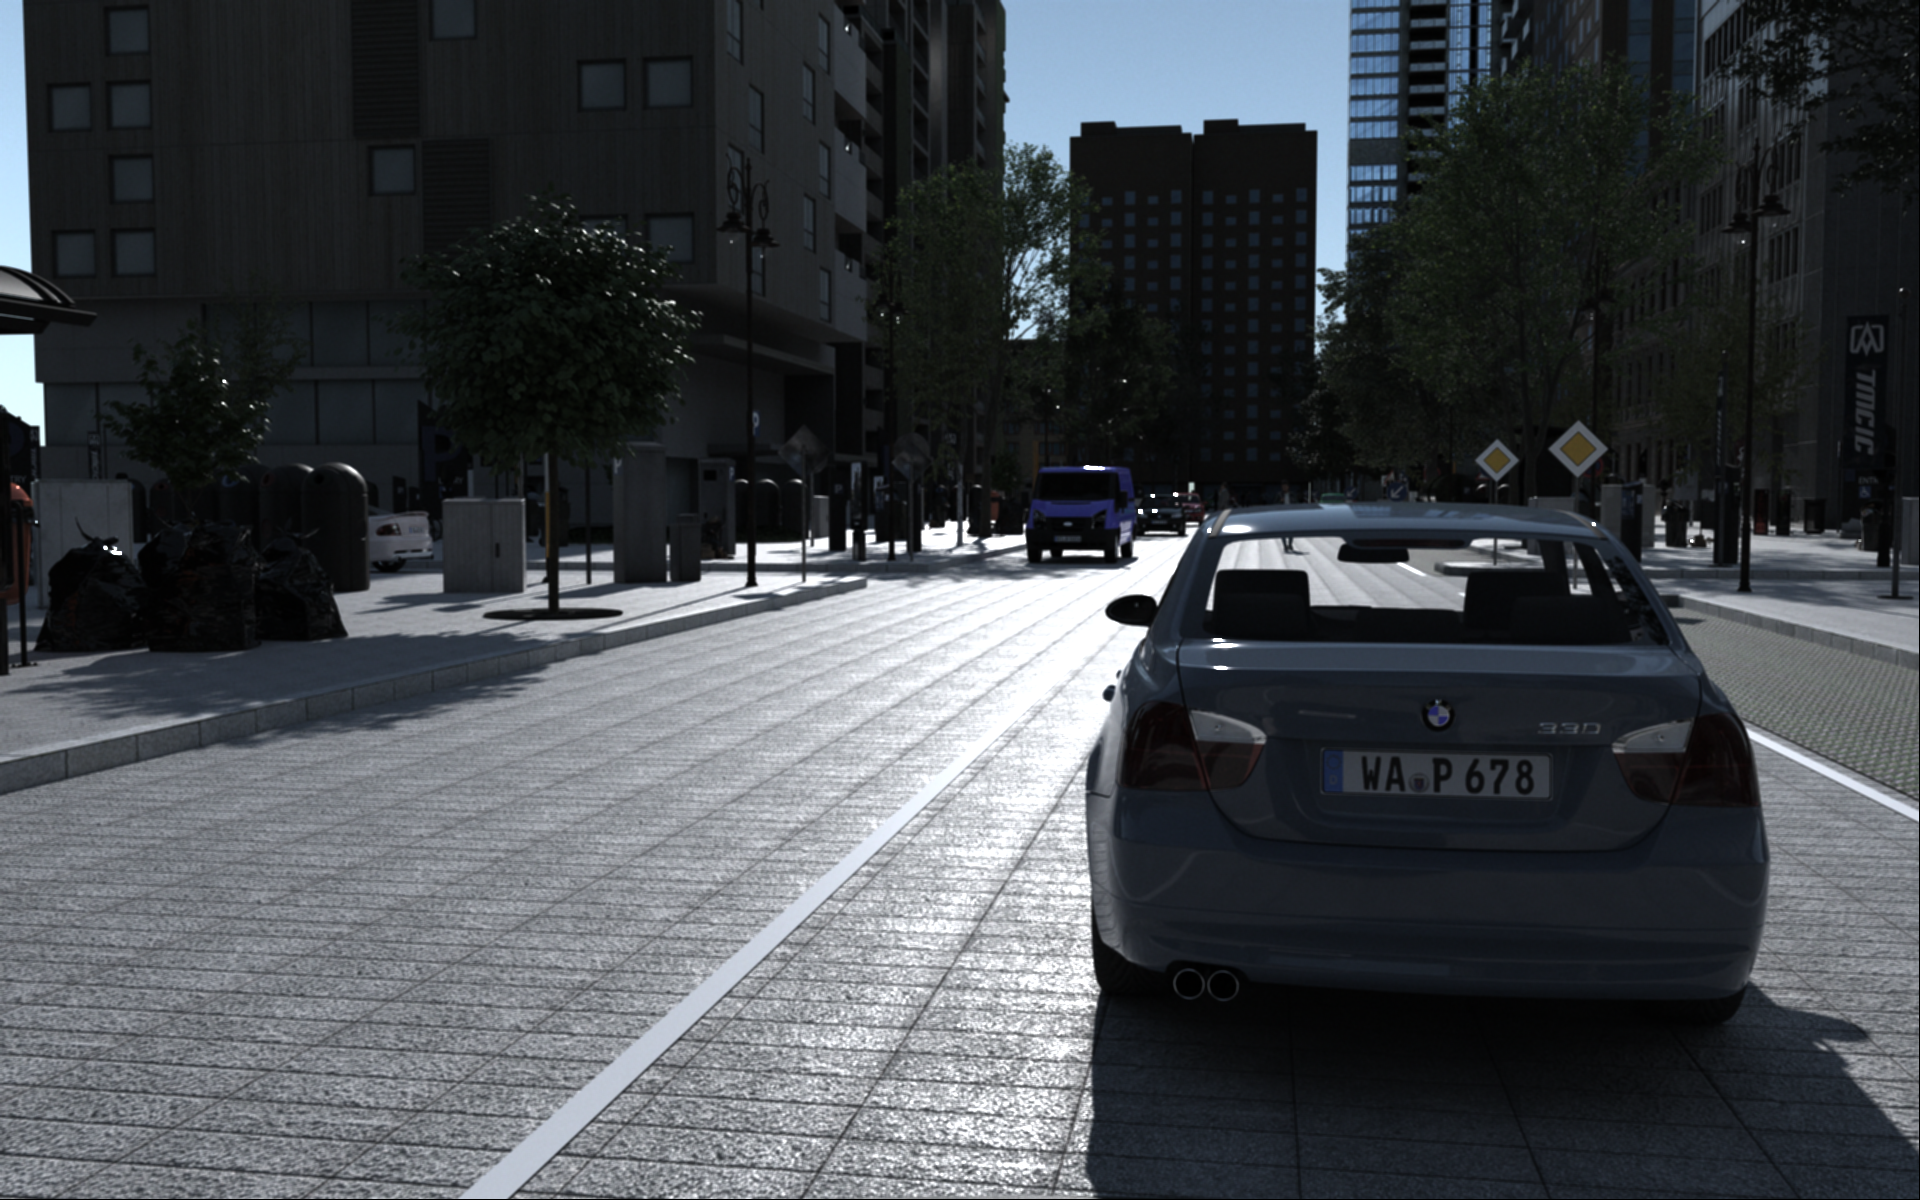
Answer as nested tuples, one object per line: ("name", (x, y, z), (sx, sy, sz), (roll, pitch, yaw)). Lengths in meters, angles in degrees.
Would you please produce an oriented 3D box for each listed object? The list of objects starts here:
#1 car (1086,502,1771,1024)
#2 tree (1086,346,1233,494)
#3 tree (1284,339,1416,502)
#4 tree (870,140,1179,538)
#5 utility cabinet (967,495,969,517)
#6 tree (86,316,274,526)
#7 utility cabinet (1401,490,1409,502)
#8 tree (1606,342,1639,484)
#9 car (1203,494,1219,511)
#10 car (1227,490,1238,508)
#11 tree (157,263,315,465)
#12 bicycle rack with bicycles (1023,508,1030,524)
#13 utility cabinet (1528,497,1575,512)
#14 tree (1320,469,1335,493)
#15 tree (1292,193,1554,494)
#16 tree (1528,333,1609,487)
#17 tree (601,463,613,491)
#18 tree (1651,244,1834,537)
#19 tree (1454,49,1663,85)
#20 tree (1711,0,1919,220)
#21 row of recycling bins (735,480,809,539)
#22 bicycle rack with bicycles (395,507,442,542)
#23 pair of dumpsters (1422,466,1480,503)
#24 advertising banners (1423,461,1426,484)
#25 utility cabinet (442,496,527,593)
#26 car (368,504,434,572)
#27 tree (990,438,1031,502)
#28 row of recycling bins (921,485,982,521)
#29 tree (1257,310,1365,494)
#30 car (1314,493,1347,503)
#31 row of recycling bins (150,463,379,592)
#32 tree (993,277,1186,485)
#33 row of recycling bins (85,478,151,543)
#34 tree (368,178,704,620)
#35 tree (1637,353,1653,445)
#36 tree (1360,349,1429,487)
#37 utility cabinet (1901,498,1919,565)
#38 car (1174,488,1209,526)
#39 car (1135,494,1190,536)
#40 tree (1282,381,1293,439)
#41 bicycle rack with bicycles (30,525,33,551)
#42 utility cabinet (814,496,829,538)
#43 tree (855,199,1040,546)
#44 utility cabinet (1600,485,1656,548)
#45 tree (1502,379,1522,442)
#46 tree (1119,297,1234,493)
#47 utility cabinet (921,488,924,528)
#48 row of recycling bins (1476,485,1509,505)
("car", (1.469, 0.362, 6.092), (2.014, 1.417, 4.499), (1, 4, 10))
("tree", (15.449, -13.912, 137.823), (12.009, 13.543, 11.850), (0, 3, 0))
("tree", (28.576, -12.718, 124.945), (9.611, 12.733, 9.660), (0, 3, 0))
("tree", (0.917, -7.661, 51.009), (9.928, 11.665, 9.643), (0, 3, 0))
("utility cabinet", (0.042, -5.125, 94.955), (0.306, 1.237, 1.020), (3, 4, 39))
("tree", (-8.306, -1.488, 18.936), (1.663, 3.219, 1.824), (0, 3, 0))
("utility cabinet", (22.951, -4.950, 89.618), (0.318, 1.500, 1.173), (2, 4, 30))
("tree", (28.881, -7.239, 68.724), (4.737, 8.622, 4.395), (0, 3, 0))
("car", (21.649, -8.440, 146.795), (1.959, 1.807, 4.718), (1, 4, 11))
("car", (27.689, -10.448, 179.498), (2.281, 1.827, 5.304), (1, 4, 12))
("tree", (-22.571, -6.372, 54.537), (4.737, 8.622, 4.395), (0, 3, 0))
("bicycle rack with bicycles", (3.151, -3.673, 73.434), (2.852, 0.926, 2.925), (-2, 4, -28))
("utility cabinet", (12.519, -1.563, 36.715), (1.020, 1.237, 0.306), (-1, 4, -23))
("tree", (35.608, -13.229, 166.659), (4.360, 8.622, 3.978), (0, 3, 0))
("tree", (19.383, -10.067, 71.258), (9.857, 13.997, 8.962), (0, 3, 0))
("tree", (28.326, -7.842, 78.582), (4.737, 8.622, 4.395), (0, 3, 0))
("tree", (-11.560, -3.960, 59.348), (1.663, 3.219, 1.824), (0, 3, 0))
("tree", (23.015, -6.141, 50.769), (4.737, 8.622, 4.395), (0, 3, 0))
("tree", (13.436, -6.993, 40.088), (9.928, 11.665, 9.643), (0, 3, 0))
("tree", (9.171, -4.765, 12.326), (7.601, 10.594, 8.767), (1, 4, 20))
("row of recycling bins", (-5.937, -2.631, 50.126), (3.534, 1.692, 1.069), (2, 4, 26))
("bicycle rack with bicycles", (-15.153, -2.015, 46.325), (2.852, 0.926, 2.925), (3, 5, 40))
("pair of dumpsters", (17.367, -3.594, 61.258), (1.574, 2.255, 4.437), (1, 4, 10))
("advertising banners", (23.080, -5.329, 83.318), (2.074, 3.025, 0.090), (-1, 4, -17))
("utility cabinet", (-6.204, -0.699, 22.598), (1.020, 1.237, 0.306), (0, 4, -4))
("car", (-12.016, -1.168, 31.467), (4.827, 1.381, 2.083), (1, 4, 11))
("tree", (1.676, -3.977, 59.628), (1.663, 3.219, 1.824), (0, 3, 0))
("row of recycling bins", (-0.550, -4.651, 83.160), (3.534, 1.692, 1.069), (0, 4, 7))
("tree", (37.029, -19.725, 178.386), (12.611, 20.169, 13.585), (0, 3, 0))
("car", (20.326, -5.235, 94.388), (1.959, 1.807, 4.718), (1, 4, 10))
("row of recycling bins", (-9.425, -1.012, 23.666), (3.534, 1.692, 1.069), (2, 4, 31))
("tree", (4.869, -8.325, 70.532), (8.767, 10.594, 7.601), (2, 4, 25))
("row of recycling bins", (-21.391, -2.351, 45.549), (3.534, 1.692, 1.069), (-1, 4, -17))
("tree", (-4.374, -2.106, 18.152), (4.285, 4.588, 4.351), (0, 3, 0))
("tree", (26.417, -6.731, 60.421), (4.737, 8.622, 4.395), (0, 3, 0))
("tree", (21.996, -8.349, 86.872), (4.737, 8.622, 4.395), (0, 3, 0))
("utility cabinet", (17.604, -1.233, 31.317), (1.020, 1.237, 0.306), (0, 4, -1))
("car", (10.159, -4.239, 78.344), (2.155, 1.783, 4.494), (1, 4, 9))
("car", (7.023, -3.103, 60.513), (2.009, 1.686, 4.222), (1, 4, 8))
("tree", (31.732, -14.505, 143.818), (9.857, 13.997, 8.962), (0, 3, 0))
("bicycle rack with bicycles", (-21.046, -1.560, 38.888), (2.852, 0.926, 2.925), (0, 4, -4))
("utility cabinet", (-4.132, -2.465, 51.459), (0.306, 1.237, 1.020), (1, 4, 15))
("tree", (-0.240, -5.651, 42.756), (4.737, 8.622, 4.395), (0, 3, 0))
("utility cabinet", (15.690, -1.958, 40.693), (1.173, 1.500, 0.318), (0, 4, 0))
("tree", (32.352, -8.998, 97.485), (4.737, 8.622, 4.395), (0, 3, 0))
("tree", (20.411, -19.187, 169.593), (12.611, 20.169, 13.585), (0, 3, 0))
("utility cabinet", (-1.803, -3.392, 64.135), (0.318, 1.500, 1.173), (-3, 4, -37))
("row of recycling bins", (22.519, -4.213, 76.000), (3.534, 1.692, 1.069), (1, 4, 17))
